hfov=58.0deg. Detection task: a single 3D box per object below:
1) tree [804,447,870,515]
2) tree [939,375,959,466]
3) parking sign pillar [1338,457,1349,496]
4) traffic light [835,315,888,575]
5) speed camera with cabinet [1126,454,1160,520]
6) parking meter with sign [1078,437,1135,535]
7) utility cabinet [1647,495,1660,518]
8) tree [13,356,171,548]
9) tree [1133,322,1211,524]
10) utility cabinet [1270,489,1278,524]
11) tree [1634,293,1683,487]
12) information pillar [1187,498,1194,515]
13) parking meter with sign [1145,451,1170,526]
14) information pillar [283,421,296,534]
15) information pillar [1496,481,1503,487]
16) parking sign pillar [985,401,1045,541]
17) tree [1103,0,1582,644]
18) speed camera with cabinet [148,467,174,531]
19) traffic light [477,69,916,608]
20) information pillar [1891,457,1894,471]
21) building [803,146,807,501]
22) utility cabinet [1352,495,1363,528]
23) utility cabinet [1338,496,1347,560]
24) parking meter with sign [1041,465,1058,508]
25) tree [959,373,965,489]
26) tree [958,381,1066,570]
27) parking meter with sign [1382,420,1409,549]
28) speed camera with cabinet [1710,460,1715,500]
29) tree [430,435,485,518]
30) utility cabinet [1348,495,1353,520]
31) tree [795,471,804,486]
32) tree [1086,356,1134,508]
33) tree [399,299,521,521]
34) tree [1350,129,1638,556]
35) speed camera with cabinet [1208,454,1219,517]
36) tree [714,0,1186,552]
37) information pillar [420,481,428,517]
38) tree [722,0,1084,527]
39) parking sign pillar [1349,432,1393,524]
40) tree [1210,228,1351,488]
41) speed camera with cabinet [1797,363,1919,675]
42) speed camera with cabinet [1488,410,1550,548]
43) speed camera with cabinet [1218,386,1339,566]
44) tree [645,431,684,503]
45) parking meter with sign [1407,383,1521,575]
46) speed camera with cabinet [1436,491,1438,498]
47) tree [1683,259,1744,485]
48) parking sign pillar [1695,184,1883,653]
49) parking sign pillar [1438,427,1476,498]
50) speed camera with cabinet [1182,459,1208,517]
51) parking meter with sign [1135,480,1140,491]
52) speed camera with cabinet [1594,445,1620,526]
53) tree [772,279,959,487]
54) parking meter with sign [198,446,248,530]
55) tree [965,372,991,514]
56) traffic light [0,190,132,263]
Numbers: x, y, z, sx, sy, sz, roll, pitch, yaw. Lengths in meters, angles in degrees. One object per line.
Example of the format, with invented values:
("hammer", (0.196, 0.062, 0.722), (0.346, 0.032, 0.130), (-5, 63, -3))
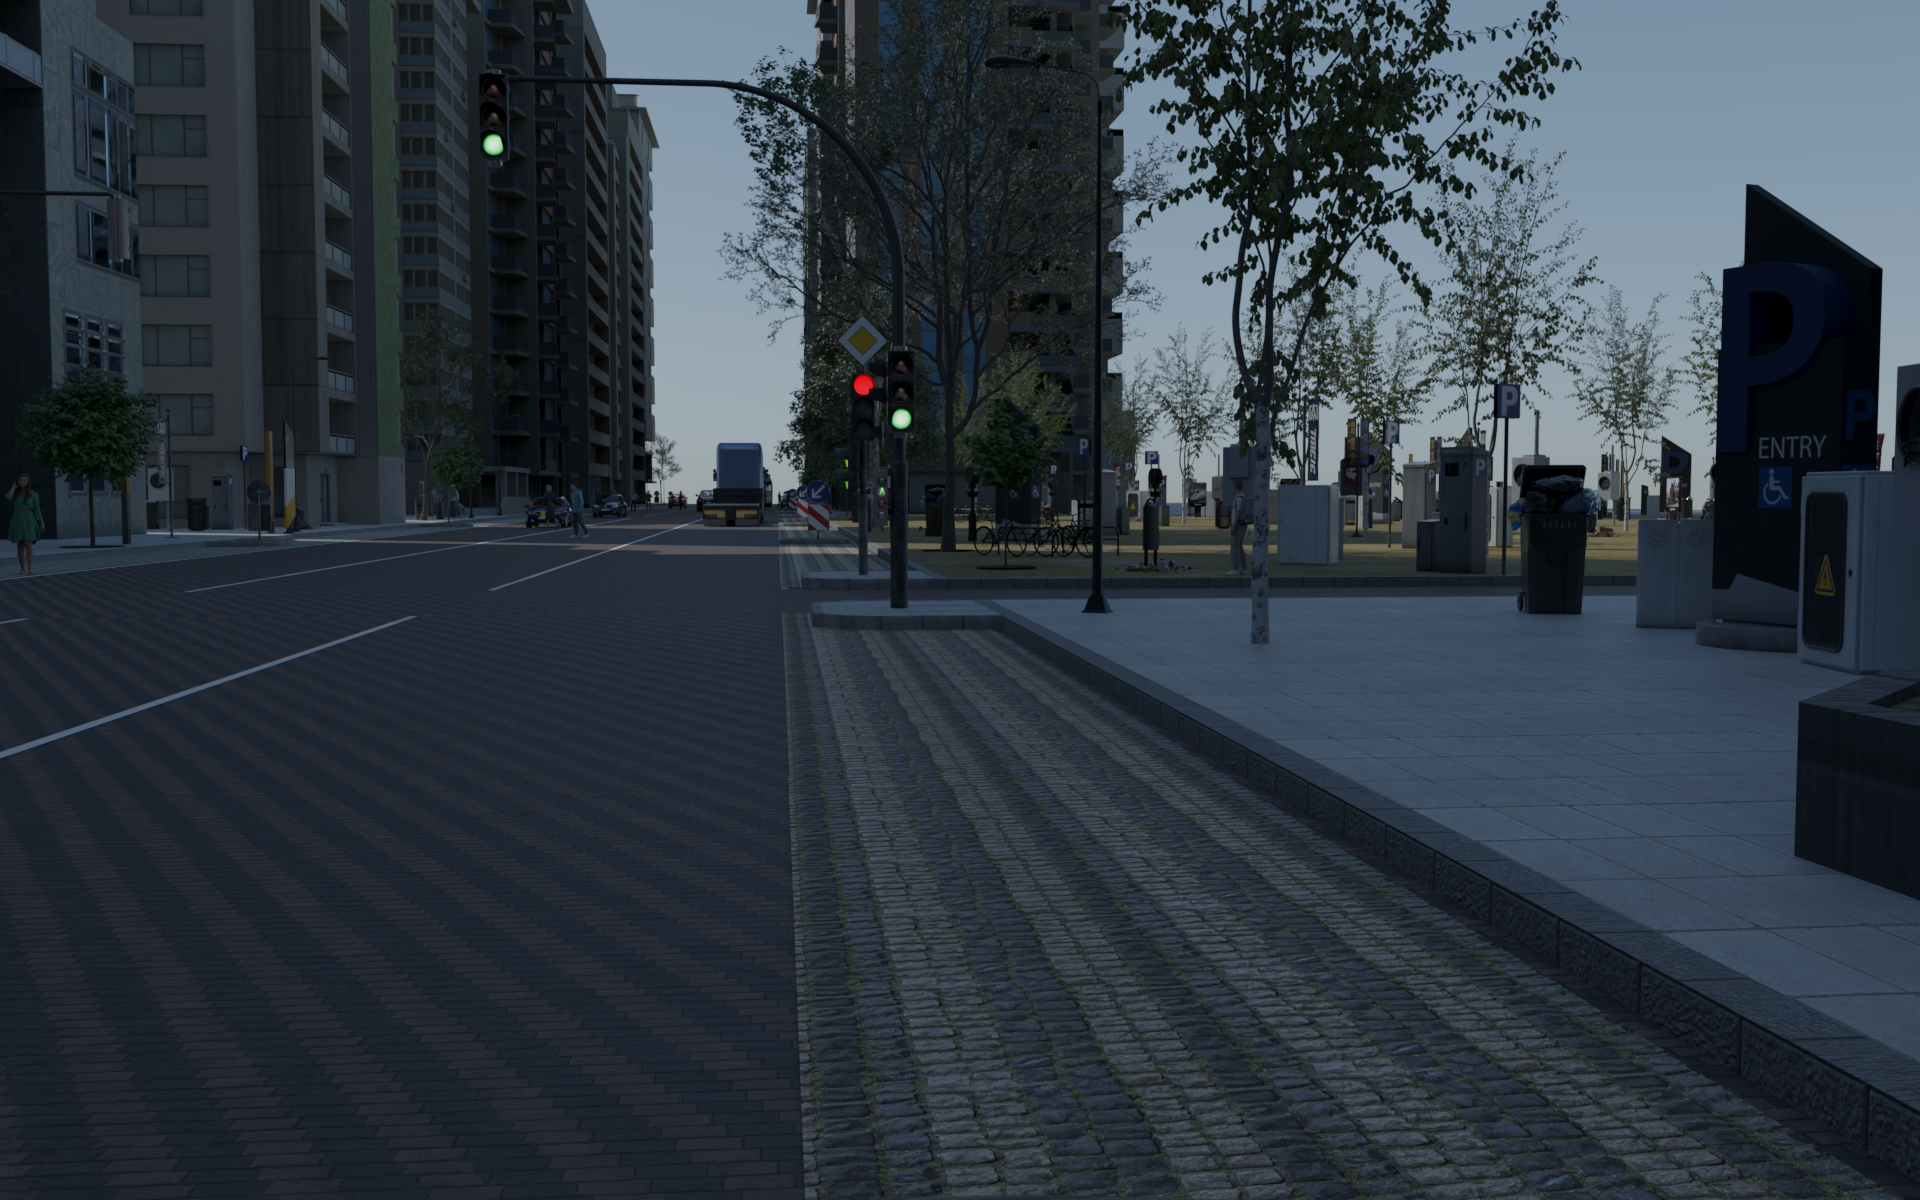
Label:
("tree", (-6.699, -7.374, 104.285), (4.285, 4.588, 4.351), (0, 3, 0))
("tree", (0.689, -9.226, 101.204), (4.737, 8.622, 4.395), (0, 3, 0))
("parking sign pillar", (21.256, -6.470, 94.250), (1.447, 3.967, 1.447), (-1, 4, -9))
("traffic light", (-1.553, -2.351, 27.366), (0.839, 4.253, 0.868), (0, 4, -6))
("speed camera with cabinet", (9.257, -5.635, 86.475), (2.038, 3.252, 0.660), (3, 5, 45))
("parking meter with sign", (4.520, -3.527, 53.932), (1.738, 3.016, 0.543), (-2, 4, -35))
("utility cabinet", (37.593, -5.026, 93.338), (1.020, 1.237, 0.306), (0, 4, 4))
("tree", (-20.790, -3.540, 41.586), (4.285, 4.588, 4.351), (0, 3, 0))
("tree", (9.964, -7.618, 74.912), (4.360, 8.622, 3.978), (0, 3, 0))
("utility cabinet", (13.049, -3.904, 72.510), (1.173, 1.500, 0.318), (1, 4, 14))
("tree", (23.161, -6.712, 60.104), (4.360, 8.622, 3.978), (0, 3, 0))
("information pillar", (13.898, -6.101, 104.240), (0.304, 2.012, 0.304), (-3, 5, -42))
("parking meter with sign", (7.943, -4.465, 69.261), (0.543, 3.016, 1.738), (-1, 4, -14))
("information pillar", (-21.727, -3.959, 56.091), (0.183, 3.616, 0.504), (1, 4, 11))
("information pillar", (31.212, -5.855, 100.223), (0.304, 2.012, 0.304), (3, 5, 40))
("parking sign pillar", (1.443, -3.738, 49.592), (1.447, 3.967, 1.447), (1, 4, 23))
("tree", (2.819, -3.936, 14.720), (4.737, 8.622, 4.395), (0, 3, 0))
("speed camera with cabinet", (-27.964, -3.958, 59.048), (2.038, 3.252, 0.660), (0, 4, -7))
("traffic light", (-2.785, -2.715, 19.066), (4.771, 5.953, 1.251), (0, 4, -6))
("information pillar", (50.334, -6.228, 93.180), (0.183, 3.616, 0.504), (-1, 4, -23))
("building", (-9.873, -37.035, 229.230), (21.300, 48.544, 21.600), (0, 4, -6))
("utility cabinet", (15.306, -3.340, 65.768), (0.306, 1.237, 1.020), (0, 4, -5))
("utility cabinet", (7.280, -1.402, 34.086), (0.306, 1.237, 1.020), (0, 4, -2))
("parking meter with sign", (5.192, -6.559, 103.505), (0.543, 3.016, 1.738), (2, 4, 34))
("tree", (3.139, -8.560, 90.311), (4.737, 8.622, 4.395), (0, 3, 0))
("tree", (0.703, -2.150, 29.748), (1.663, 3.219, 1.824), (0, 3, 0))
("parking meter with sign", (10.735, -2.705, 40.486), (0.543, 3.016, 1.738), (-3, 4, -38))
("speed camera with cabinet", (42.247, -6.233, 96.250), (0.660, 3.252, 2.038), (1, 4, 8))
("tree", (-27.620, -6.822, 95.249), (4.285, 4.588, 4.351), (0, 3, 0))
("utility cabinet", (19.800, -4.672, 87.551), (0.306, 1.237, 1.020), (2, 4, 35))
("tree", (-16.157, -12.423, 186.834), (4.285, 4.588, 4.351), (0, 3, 0))
("tree", (8.771, -8.534, 89.888), (4.360, 8.622, 3.978), (0, 3, 0))
("tree", (-25.687, -9.101, 83.212), (7.601, 10.594, 8.767), (3, 5, 44))
("tree", (11.074, -5.235, 35.948), (4.360, 8.622, 3.978), (0, 3, 0))
("speed camera with cabinet", (13.552, -5.603, 85.947), (2.038, 3.252, 0.660), (2, 4, 27))
("tree", (-0.111, -7.826, 38.320), (12.009, 13.543, 11.850), (0, 3, 0))
("information pillar", (-30.451, -5.742, 98.369), (0.304, 2.012, 0.304), (1, 4, 21))
("tree", (-2.143, -12.812, 65.368), (12.611, 20.169, 13.585), (0, 3, 0))
("parking sign pillar", (17.866, -5.251, 74.333), (1.447, 3.967, 1.447), (-2, 4, -29))
("tree", (9.347, -5.952, 47.677), (4.360, 8.622, 3.978), (0, 3, 0))
("speed camera with cabinet", (6.615, -1.087, 12.106), (0.660, 3.252, 2.038), (0, 4, 2))
("speed camera with cabinet", (13.053, -2.871, 41.269), (0.660, 3.252, 2.038), (-2, 4, -30))
("speed camera with cabinet", (5.852, -2.279, 31.604), (2.038, 3.252, 0.660), (2, 4, 29))
("tree", (-44.780, -19.769, 257.642), (8.767, 10.594, 7.601), (3, 5, 39))
("parking meter with sign", (8.185, -1.948, 28.118), (0.543, 3.016, 1.738), (-2, 4, -33))
("speed camera with cabinet", (27.830, -6.628, 102.709), (2.038, 3.252, 0.660), (-3, 4, -36))
("tree", (24.343, -6.346, 54.115), (4.737, 8.622, 4.395), (0, 3, 0))
("parking sign pillar", (7.001, -1.594, 14.526), (1.447, 3.967, 1.447), (-1, 4, -22))
("parking sign pillar", (20.602, -5.026, 70.647), (1.447, 3.967, 1.447), (-1, 4, -13))
("speed camera with cabinet", (13.525, -6.305, 97.428), (2.038, 3.252, 0.660), (2, 4, 35))
("parking meter with sign", (9.457, -6.004, 94.424), (0.543, 3.016, 1.738), (-1, 4, -14))
("speed camera with cabinet", (25.741, -4.643, 70.241), (0.660, 3.252, 2.038), (-2, 4, -30))
("tree", (-4.835, -10.496, 88.622), (9.611, 12.733, 9.660), (0, 3, 0))
("parking meter with sign", (-26.619, -4.046, 62.421), (1.738, 3.016, 0.543), (0, 4, -3))
("tree", (3.305, -8.172, 83.974), (4.737, 8.622, 4.395), (0, 3, 0))
("traffic light", (-14.955, -3.138, 25.976), (4.771, 5.953, 1.251), (0, 4, -6))
